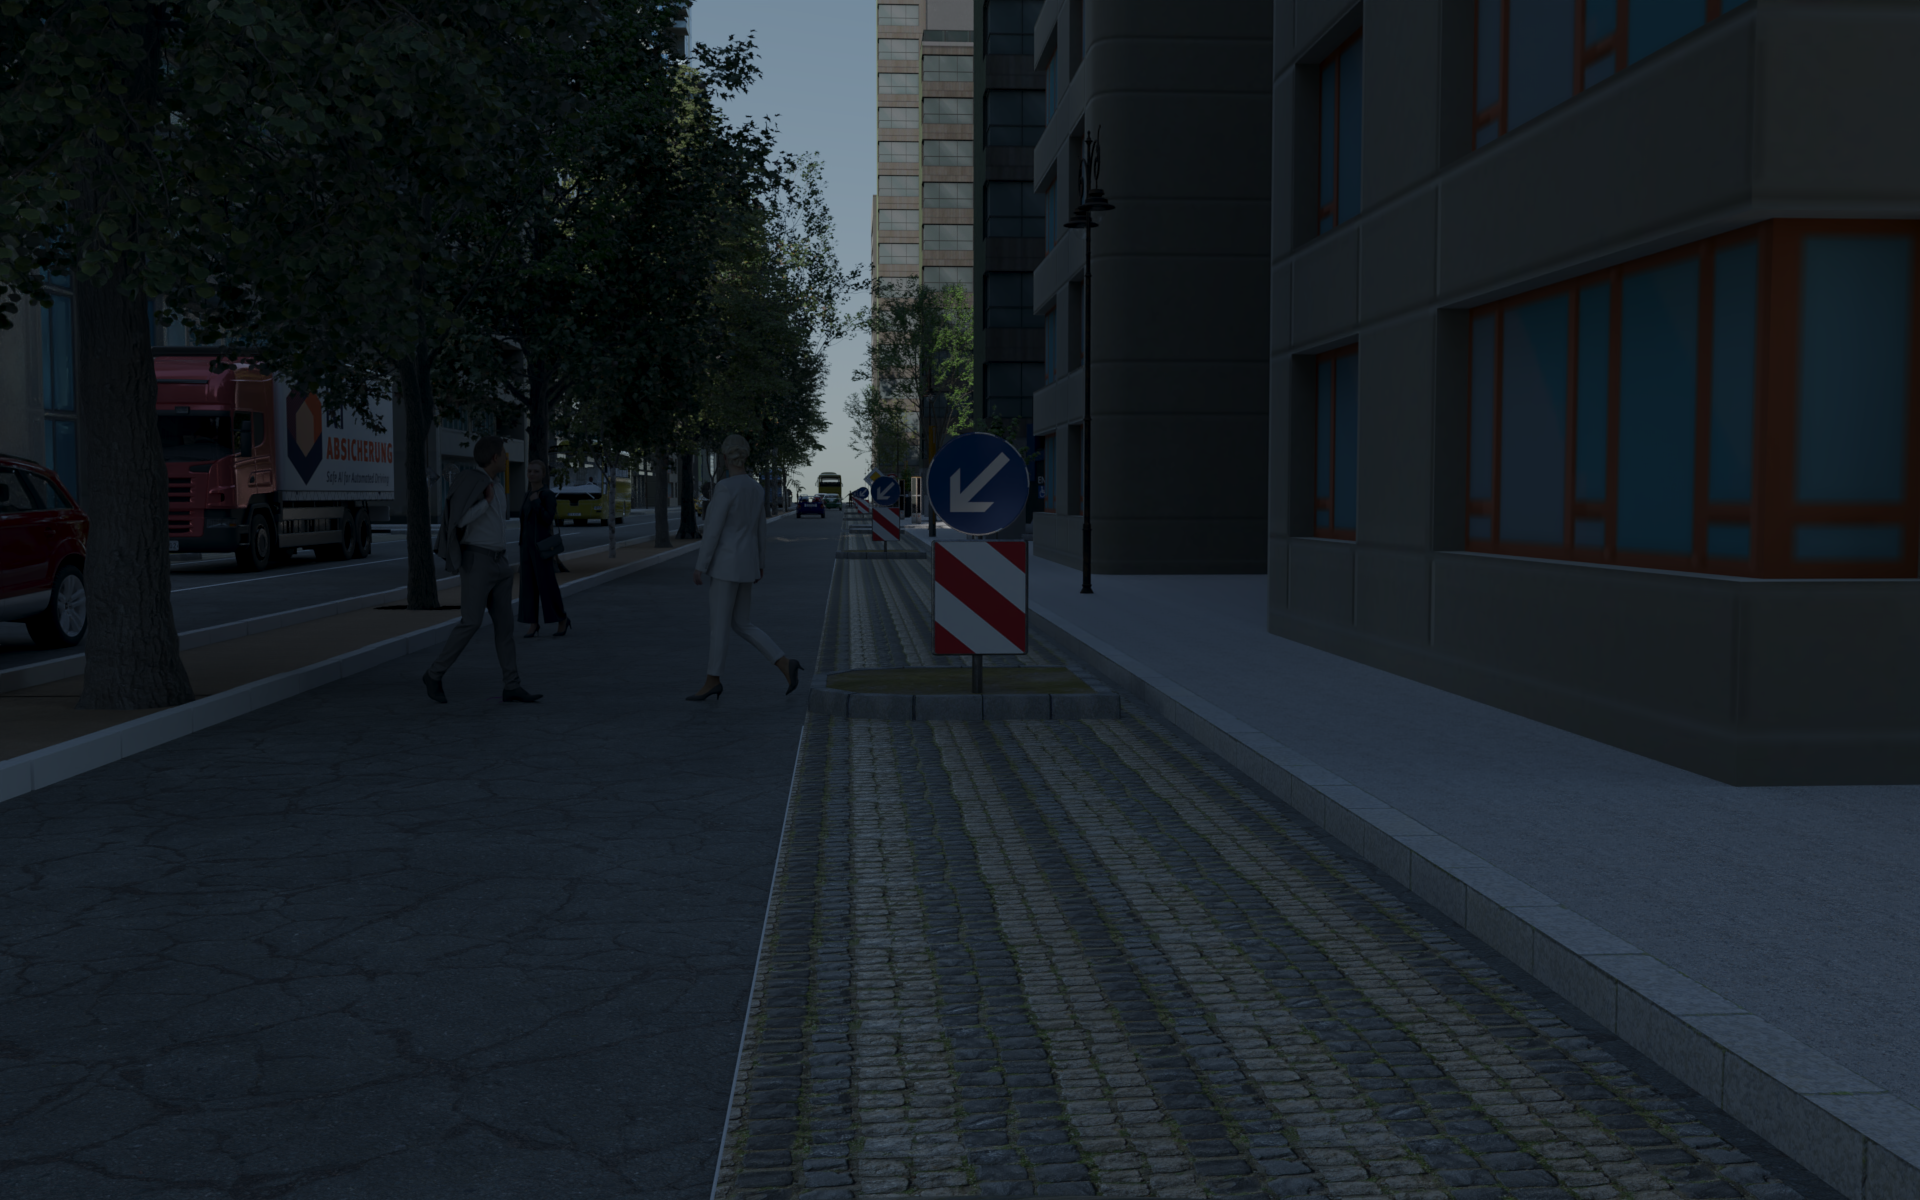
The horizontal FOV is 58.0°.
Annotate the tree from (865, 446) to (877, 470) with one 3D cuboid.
[{"bbox_3d":[-10.823,-17.356,234.131,4.360,8.622,3.978,0,3,0],"label":"tree"}]

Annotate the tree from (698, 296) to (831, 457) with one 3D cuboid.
[{"bbox_3d":[-10.522,-8.939,83.021,8.767,10.594,7.601,0,4,-4],"label":"tree"}]

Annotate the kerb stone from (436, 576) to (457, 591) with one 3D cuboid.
[{"bbox_3d":[-7.796,-0.238,26.132,0.120,0.150,1.000,0,4,-4],"label":"kerb stone"}]

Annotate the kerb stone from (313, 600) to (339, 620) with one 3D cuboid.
[{"bbox_3d":[-7.407,0.138,19.998,0.120,0.150,1.000,0,4,-4],"label":"kerb stone"}]

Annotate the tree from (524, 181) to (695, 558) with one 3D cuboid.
[{"bbox_3d":[-7.805,-5.246,38.595,4.737,8.622,4.395,0,3,0],"label":"tree"}]

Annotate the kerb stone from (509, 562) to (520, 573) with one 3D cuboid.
[{"bbox_3d":[-8.195,-0.616,32.263,0.120,0.150,1.000,0,4,-4],"label":"kerb stone"}]

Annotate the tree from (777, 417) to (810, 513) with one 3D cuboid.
[{"bbox_3d":[-14.433,-11.709,144.258,4.360,8.622,3.978,0,3,0],"label":"tree"}]

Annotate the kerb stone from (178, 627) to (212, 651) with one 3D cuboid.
[{"bbox_3d":[-7.139,0.384,15.914,0.120,0.150,1.000,0,4,-4],"label":"kerb stone"}]

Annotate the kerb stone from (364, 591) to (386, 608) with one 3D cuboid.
[{"bbox_3d":[-7.529,0.014,22.041,0.120,0.150,1.000,0,4,-4],"label":"kerb stone"}]

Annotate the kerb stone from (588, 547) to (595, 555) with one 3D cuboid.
[{"bbox_3d":[-8.728,-1.111,40.454,0.120,0.150,1.000,0,4,-4],"label":"kerb stone"}]

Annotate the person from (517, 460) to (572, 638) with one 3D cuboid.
[{"bbox_3d":[-4.227,-0.520,17.421,0.576,1.772,0.534,1,4,19],"label":"person"}]

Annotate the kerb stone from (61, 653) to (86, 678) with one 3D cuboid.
[{"bbox_3d":[-7.010,0.509,13.874,0.120,0.150,1.000,0,4,-4],"label":"kerb stone"}]

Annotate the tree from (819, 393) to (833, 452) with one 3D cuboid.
[{"bbox_3d":[-11.568,-11.255,104.596,7.486,12.596,7.792,0,3,0],"label":"tree"}]

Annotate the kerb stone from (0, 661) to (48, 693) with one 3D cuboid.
[{"bbox_3d":[-6.935,0.572,12.848,0.120,0.150,1.000,0,4,-4],"label":"kerb stone"}]

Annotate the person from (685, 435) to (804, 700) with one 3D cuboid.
[{"bbox_3d":[-1.500,-0.222,12.004,0.818,1.842,0.514,0,4,5],"label":"person"}]

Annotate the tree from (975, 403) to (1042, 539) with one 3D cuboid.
[{"bbox_3d":[0.748,-2.607,37.220,1.663,3.219,1.824,0,3,0],"label":"tree"}]

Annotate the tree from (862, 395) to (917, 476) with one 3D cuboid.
[{"bbox_3d":[-5.029,-10.882,128.289,4.737,8.622,4.395,0,3,0],"label":"tree"}]

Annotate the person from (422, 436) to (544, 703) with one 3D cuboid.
[{"bbox_3d":[-3.295,-0.199,11.858,0.850,1.850,0.679,1,4,10],"label":"person"}]

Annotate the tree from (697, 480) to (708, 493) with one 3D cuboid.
[{"bbox_3d":[-30.558,-13.049,207.960,1.663,3.219,1.824,0,3,0],"label":"tree"}]

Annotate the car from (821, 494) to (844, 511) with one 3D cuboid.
[{"bbox_3d":[-11.130,-8.460,150.126,2.131,1.459,4.920,0,4,-4],"label":"car"}]

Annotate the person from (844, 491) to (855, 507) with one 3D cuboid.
[{"bbox_3d":[-11.768,-10.835,185.788,1.348,1.807,0.705,-1,4,-23],"label":"person"}]

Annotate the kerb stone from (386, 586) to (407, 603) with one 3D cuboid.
[{"bbox_3d":[-7.591,-0.045,23.067,0.120,0.150,1.000,0,4,-4],"label":"kerb stone"}]

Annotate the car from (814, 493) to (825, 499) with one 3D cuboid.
[{"bbox_3d":[-13.180,-9.507,164.486,2.155,1.783,4.494,0,4,-5],"label":"car"}]

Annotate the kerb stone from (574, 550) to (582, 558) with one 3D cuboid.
[{"bbox_3d":[-8.587,-0.992,38.409,0.120,0.150,1.000,0,4,-4],"label":"kerb stone"}]

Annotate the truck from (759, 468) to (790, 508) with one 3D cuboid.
[{"bbox_3d":[-19.932,-12.051,186.791,2.967,4.110,18.799,0,4,-3],"label":"truck"}]

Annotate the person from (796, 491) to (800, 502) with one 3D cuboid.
[{"bbox_3d":[-22.231,-14.029,237.500,0.705,1.869,1.348,0,4,7],"label":"person"}]

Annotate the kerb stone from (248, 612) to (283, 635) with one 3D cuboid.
[{"bbox_3d":[-7.268,0.259,17.958,0.120,0.150,1.000,0,4,-4],"label":"kerb stone"}]

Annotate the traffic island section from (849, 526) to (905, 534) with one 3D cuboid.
[{"bbox_3d":[-3.051,-2.516,63.411,2.009,0.180,2.903,0,4,-4],"label":"traffic island section"}]

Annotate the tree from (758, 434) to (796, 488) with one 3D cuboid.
[{"bbox_3d":[-13.461,-10.542,125.181,4.737,8.622,4.395,0,3,0],"label":"tree"}]

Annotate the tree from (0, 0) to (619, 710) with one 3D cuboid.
[{"bbox_3d":[-5.544,-6.244,11.195,9.857,13.997,8.962,0,3,0],"label":"tree"}]

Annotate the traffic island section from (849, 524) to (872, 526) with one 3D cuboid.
[{"bbox_3d":[-3.567,-3.003,71.379,2.009,0.180,2.903,0,4,-4],"label":"traffic island section"}]

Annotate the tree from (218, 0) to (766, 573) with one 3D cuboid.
[{"bbox_3d":[-7.606,-6.820,30.967,9.611,12.733,9.660,0,3,0],"label":"tree"}]

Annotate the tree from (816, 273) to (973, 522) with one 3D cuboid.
[{"bbox_3d":[-1.230,-9.480,80.751,9.928,11.665,9.643,0,3,0],"label":"tree"}]

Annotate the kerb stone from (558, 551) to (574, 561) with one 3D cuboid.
[{"bbox_3d":[-8.524,-0.928,37.383,0.120,0.150,1.000,0,4,-4],"label":"kerb stone"}]

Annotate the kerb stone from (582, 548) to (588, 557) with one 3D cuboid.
[{"bbox_3d":[-8.659,-1.052,39.429,0.120,0.150,1.000,0,4,-4],"label":"kerb stone"}]

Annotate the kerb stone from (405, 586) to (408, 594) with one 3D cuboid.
[{"bbox_3d":[-7.665,-0.116,24.086,0.120,0.150,1.000,0,4,-4],"label":"kerb stone"}]

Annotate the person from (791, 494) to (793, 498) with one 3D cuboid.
[{"bbox_3d":[-28.934,-17.730,298.320,0.705,1.831,1.348,-1,4,-11],"label":"person"}]

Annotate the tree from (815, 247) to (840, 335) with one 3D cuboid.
[{"bbox_3d":[-8.644,-8.271,54.702,9.611,12.733,9.660,0,3,0],"label":"tree"}]

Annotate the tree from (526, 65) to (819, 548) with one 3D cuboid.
[{"bbox_3d":[-7.767,-7.623,45.221,7.486,12.596,7.792,0,3,0],"label":"tree"}]

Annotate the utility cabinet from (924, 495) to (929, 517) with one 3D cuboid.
[{"bbox_3d":[-1.849,-5.294,97.721,0.306,1.237,1.020,0,4,3],"label":"utility cabinet"}]

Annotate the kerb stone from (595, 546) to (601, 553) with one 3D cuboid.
[{"bbox_3d":[-8.795,-1.179,41.473,0.120,0.150,1.000,0,4,-4],"label":"kerb stone"}]

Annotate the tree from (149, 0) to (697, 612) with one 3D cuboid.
[{"bbox_3d":[-6.759,-5.686,21.182,9.928,11.665,9.643,0,3,0],"label":"tree"}]

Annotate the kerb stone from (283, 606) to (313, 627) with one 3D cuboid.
[{"bbox_3d":[-7.335,0.198,18.979,0.120,0.150,1.000,0,4,-4],"label":"kerb stone"}]

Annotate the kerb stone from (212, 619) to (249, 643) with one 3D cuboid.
[{"bbox_3d":[-7.208,0.324,16.934,0.120,0.150,1.000,0,4,-4],"label":"kerb stone"}]

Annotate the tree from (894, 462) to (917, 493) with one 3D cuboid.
[{"bbox_3d":[-3.255,-6.637,103.115,1.663,3.219,1.824,0,3,0],"label":"tree"}]

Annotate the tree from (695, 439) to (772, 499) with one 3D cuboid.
[{"bbox_3d":[-8.839,-6.672,61.901,4.360,8.622,3.978,0,3,0],"label":"tree"}]

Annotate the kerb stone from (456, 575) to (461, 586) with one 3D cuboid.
[{"bbox_3d":[-7.864,-0.303,27.152,0.120,0.150,1.000,0,4,-4],"label":"kerb stone"}]

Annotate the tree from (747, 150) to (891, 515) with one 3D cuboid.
[{"bbox_3d":[-10.323,-14.431,94.294,12.611,20.169,13.585,0,3,0],"label":"tree"}]

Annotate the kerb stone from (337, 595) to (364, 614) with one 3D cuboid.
[{"bbox_3d":[-7.464,0.072,21.019,0.120,0.150,1.000,0,4,-4],"label":"kerb stone"}]

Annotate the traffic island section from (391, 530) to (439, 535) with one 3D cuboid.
[{"bbox_3d":[-19.109,-2.453,62.380,2.009,0.180,2.903,0,4,-4],"label":"traffic island section"}]

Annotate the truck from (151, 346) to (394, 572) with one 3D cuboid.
[{"bbox_3d":[-14.202,-2.825,35.111,2.839,4.237,11.283,0,4,-3],"label":"truck"}]

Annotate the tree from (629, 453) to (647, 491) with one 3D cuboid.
[{"bbox_3d":[-27.342,-11.739,142.295,4.360,8.622,3.978,0,3,0],"label":"tree"}]
